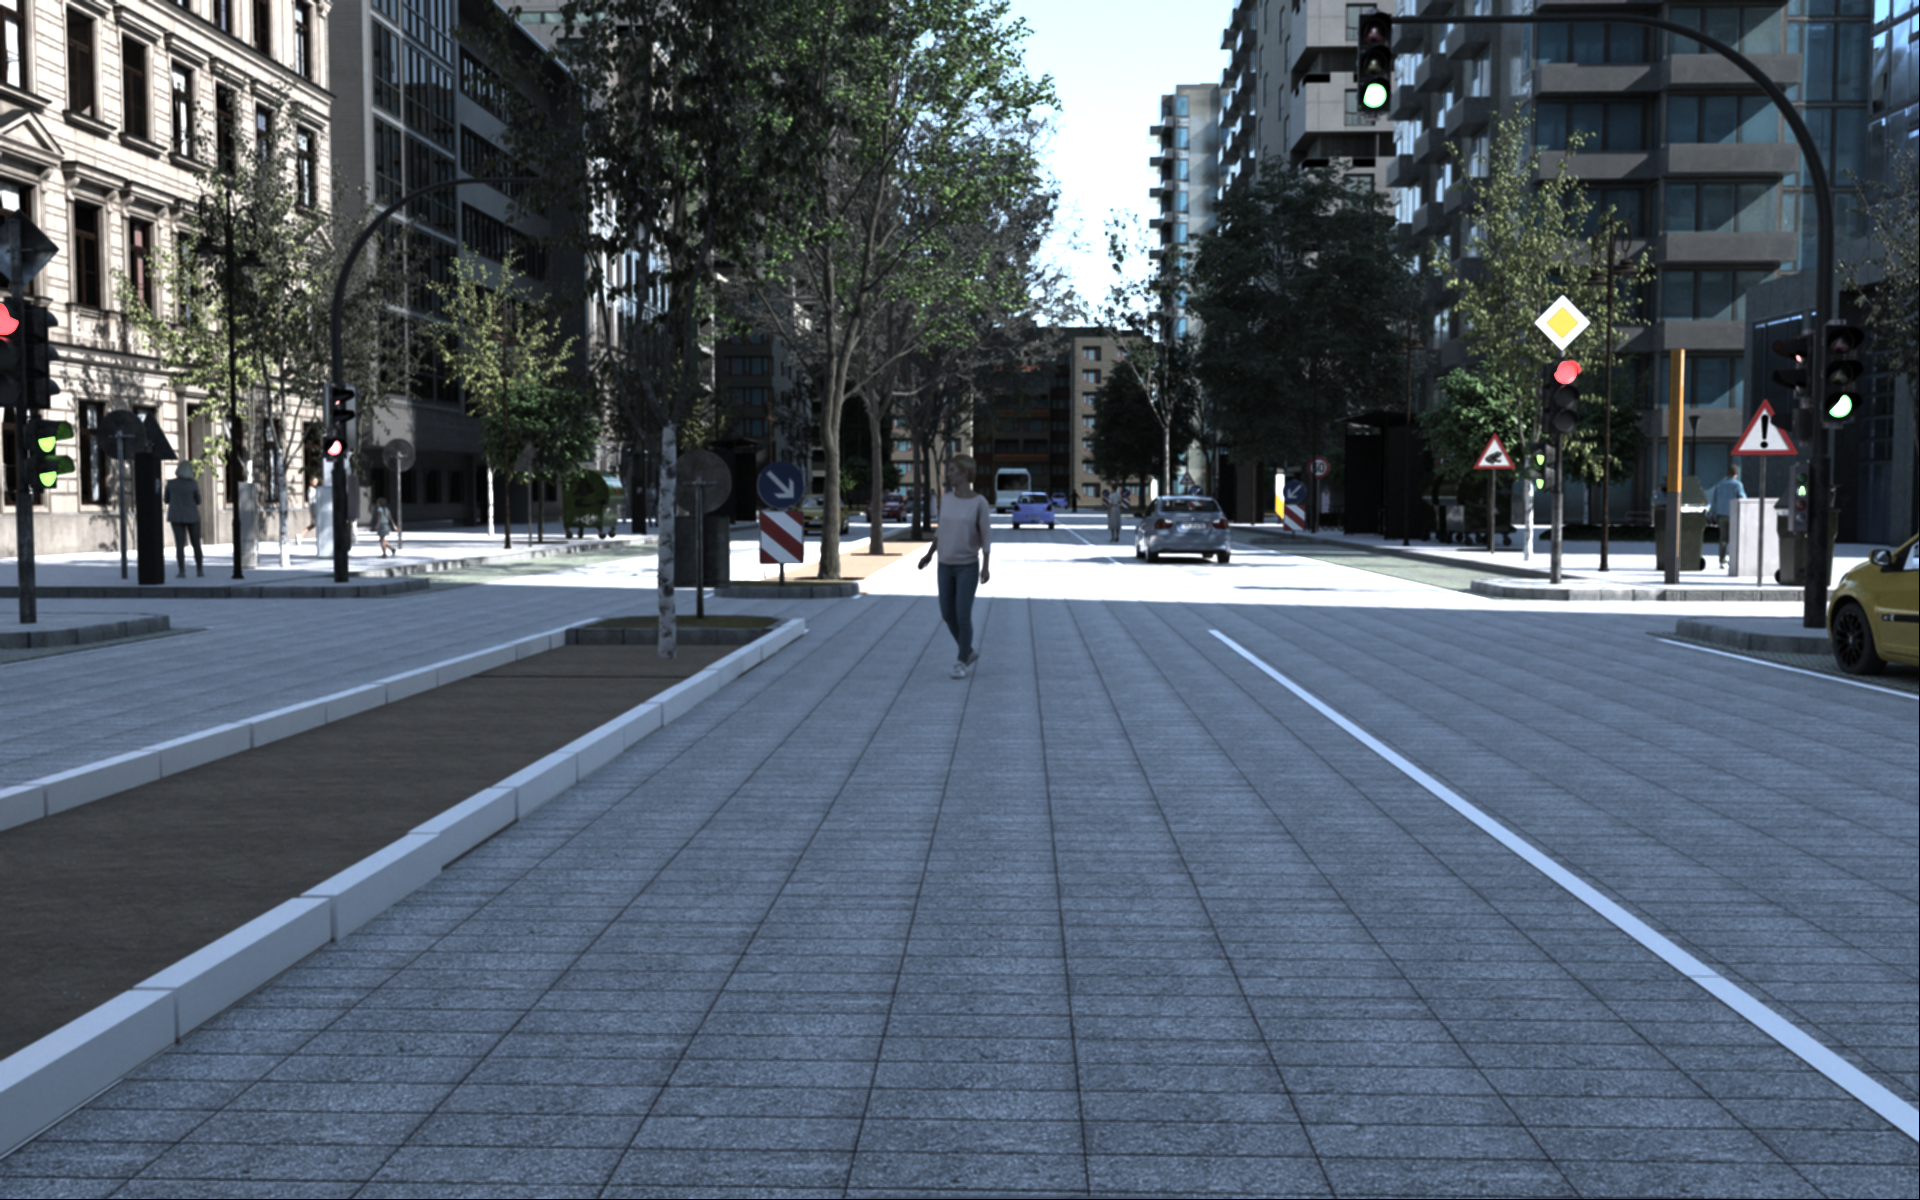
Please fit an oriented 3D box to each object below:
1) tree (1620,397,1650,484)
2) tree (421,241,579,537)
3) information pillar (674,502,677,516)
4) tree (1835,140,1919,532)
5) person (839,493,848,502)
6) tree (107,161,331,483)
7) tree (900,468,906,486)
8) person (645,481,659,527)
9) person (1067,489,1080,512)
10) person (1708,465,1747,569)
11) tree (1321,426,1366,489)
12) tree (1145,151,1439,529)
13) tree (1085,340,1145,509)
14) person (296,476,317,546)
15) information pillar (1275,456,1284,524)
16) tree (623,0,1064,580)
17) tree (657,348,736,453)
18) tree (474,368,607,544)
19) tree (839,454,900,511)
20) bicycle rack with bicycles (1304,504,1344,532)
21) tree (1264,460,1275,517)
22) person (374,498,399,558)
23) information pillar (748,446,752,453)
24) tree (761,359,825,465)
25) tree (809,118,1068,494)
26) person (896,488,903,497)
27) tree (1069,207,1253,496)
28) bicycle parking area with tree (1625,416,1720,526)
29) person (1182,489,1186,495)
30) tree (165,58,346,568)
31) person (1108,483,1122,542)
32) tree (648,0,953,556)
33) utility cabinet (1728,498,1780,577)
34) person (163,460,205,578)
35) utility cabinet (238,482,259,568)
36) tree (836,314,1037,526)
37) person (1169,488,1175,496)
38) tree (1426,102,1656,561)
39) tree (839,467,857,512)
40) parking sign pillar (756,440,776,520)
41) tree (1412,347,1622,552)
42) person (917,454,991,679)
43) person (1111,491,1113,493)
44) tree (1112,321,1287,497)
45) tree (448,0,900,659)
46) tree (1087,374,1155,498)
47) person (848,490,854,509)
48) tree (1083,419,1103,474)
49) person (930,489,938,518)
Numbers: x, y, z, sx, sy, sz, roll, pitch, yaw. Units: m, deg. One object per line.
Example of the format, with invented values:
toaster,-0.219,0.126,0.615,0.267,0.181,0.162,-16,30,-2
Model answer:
tree,18.991,-4.171,51.912,4.285,4.588,4.351,0,3,0
tree,-13.755,-6.179,51.383,4.737,8.622,4.395,0,3,0
information pillar,-11.653,-4.003,69.936,0.304,2.012,0.304,-3,4,-39
tree,19.946,-5.206,35.484,4.360,8.622,3.978,0,3,0
person,-11.526,-9.942,168.726,1.348,1.807,0.705,-2,4,-31
tree,-15.778,-5.340,37.668,4.737,8.622,4.395,0,3,0
tree,-6.951,-11.281,168.163,4.285,4.588,4.351,0,3,0
person,-11.985,-3.764,67.784,0.583,1.804,0.606,3,4,36
person,8.954,-7.777,135.798,1.348,1.807,0.705,-3,5,-41
person,13.179,-1.426,29.696,0.444,1.785,0.601,-3,4,-39
tree,19.020,-6.087,83.236,4.285,4.588,4.351,0,3,0
tree,12.723,-9.594,63.516,9.857,13.997,8.962,0,3,0
tree,15.362,-14.571,144.889,9.857,13.997,8.962,0,3,0
person,-15.803,-2.169,42.255,0.760,1.731,0.466,-3,5,-39
information pillar,13.633,-5.044,73.825,0.504,3.616,0.183,-2,4,-35
tree,-2.062,-6.122,28.312,9.928,11.665,9.643,0,3,0
tree,-13.595,-8.419,88.011,4.737,8.622,4.395,0,3,0
tree,-10.951,-3.758,45.161,4.285,4.588,4.351,0,3,0
tree,-7.756,-9.110,132.655,4.285,4.588,4.351,0,3,0
bicycle rack with bicycles,12.752,-2.854,60.050,2.852,0.926,2.925,0,4,1
tree,16.949,-6.284,97.337,1.663,3.219,1.824,0,3,0
person,-11.468,-1.436,34.533,0.382,1.210,0.505,1,4,8
information pillar,-10.213,-5.680,84.222,0.183,3.616,0.504,-2,4,-32
tree,-8.374,-10.887,112.411,8.767,10.594,7.601,-2,4,-32
tree,-1.742,-13.917,85.896,12.611,20.169,13.585,0,3,0
person,-4.064,-6.604,116.348,0.599,1.838,0.709,0,4,2
tree,12.447,-15.907,115.975,12.611,20.169,13.585,0,3,0
bicycle parking area with tree,29.499,-4.702,63.879,8.231,4.147,9.016,0,4,5
person,17.973,-7.996,137.573,1.217,1.735,0.721,0,4,4
tree,-11.590,-4.863,29.880,4.360,8.622,3.978,0,3,0
person,4.591,-2.619,51.891,0.480,1.755,0.524,-2,4,-34
tree,-1.912,-7.760,39.701,12.009,13.543,11.850,0,3,0
utility cabinet,12.472,-0.959,26.841,1.020,1.237,0.306,0,4,-3
person,-11.967,-1.251,26.686,0.537,1.800,0.526,-1,4,-13
utility cabinet,-12.452,-1.322,30.286,0.318,1.500,1.173,-1,4,-19
tree,-0.800,-8.507,75.964,8.767,10.594,7.601,0,4,2
person,18.243,-8.765,149.214,0.599,1.838,0.709,-2,4,-30
tree,10.847,-5.037,32.716,4.737,8.622,4.395,0,3,0
tree,-8.421,-7.942,124.453,1.663,3.219,1.824,0,3,0
parking sign pillar,-9.874,-5.998,86.535,1.447,3.967,1.447,-2,4,-27
tree,11.960,-3.387,39.088,4.285,4.588,4.351,0,3,0
person,-0.013,-0.274,13.645,0.731,1.740,0.598,2,4,25
person,15.784,-10.463,180.297,0.721,1.735,1.217,1,4,12
tree,13.317,-9.571,90.906,8.767,10.594,7.601,2,4,24
tree,-2.552,-3.805,15.026,4.360,8.622,3.978,0,3,0
tree,15.606,-14.897,161.696,7.486,12.596,7.792,0,3,0
person,-9.271,-8.604,146.812,0.705,1.812,1.348,1,4,17
tree,16.080,-14.776,176.007,7.601,10.594,8.767,0,4,-2
person,-1.608,-5.671,101.895,0.621,1.740,0.551,0,4,1
